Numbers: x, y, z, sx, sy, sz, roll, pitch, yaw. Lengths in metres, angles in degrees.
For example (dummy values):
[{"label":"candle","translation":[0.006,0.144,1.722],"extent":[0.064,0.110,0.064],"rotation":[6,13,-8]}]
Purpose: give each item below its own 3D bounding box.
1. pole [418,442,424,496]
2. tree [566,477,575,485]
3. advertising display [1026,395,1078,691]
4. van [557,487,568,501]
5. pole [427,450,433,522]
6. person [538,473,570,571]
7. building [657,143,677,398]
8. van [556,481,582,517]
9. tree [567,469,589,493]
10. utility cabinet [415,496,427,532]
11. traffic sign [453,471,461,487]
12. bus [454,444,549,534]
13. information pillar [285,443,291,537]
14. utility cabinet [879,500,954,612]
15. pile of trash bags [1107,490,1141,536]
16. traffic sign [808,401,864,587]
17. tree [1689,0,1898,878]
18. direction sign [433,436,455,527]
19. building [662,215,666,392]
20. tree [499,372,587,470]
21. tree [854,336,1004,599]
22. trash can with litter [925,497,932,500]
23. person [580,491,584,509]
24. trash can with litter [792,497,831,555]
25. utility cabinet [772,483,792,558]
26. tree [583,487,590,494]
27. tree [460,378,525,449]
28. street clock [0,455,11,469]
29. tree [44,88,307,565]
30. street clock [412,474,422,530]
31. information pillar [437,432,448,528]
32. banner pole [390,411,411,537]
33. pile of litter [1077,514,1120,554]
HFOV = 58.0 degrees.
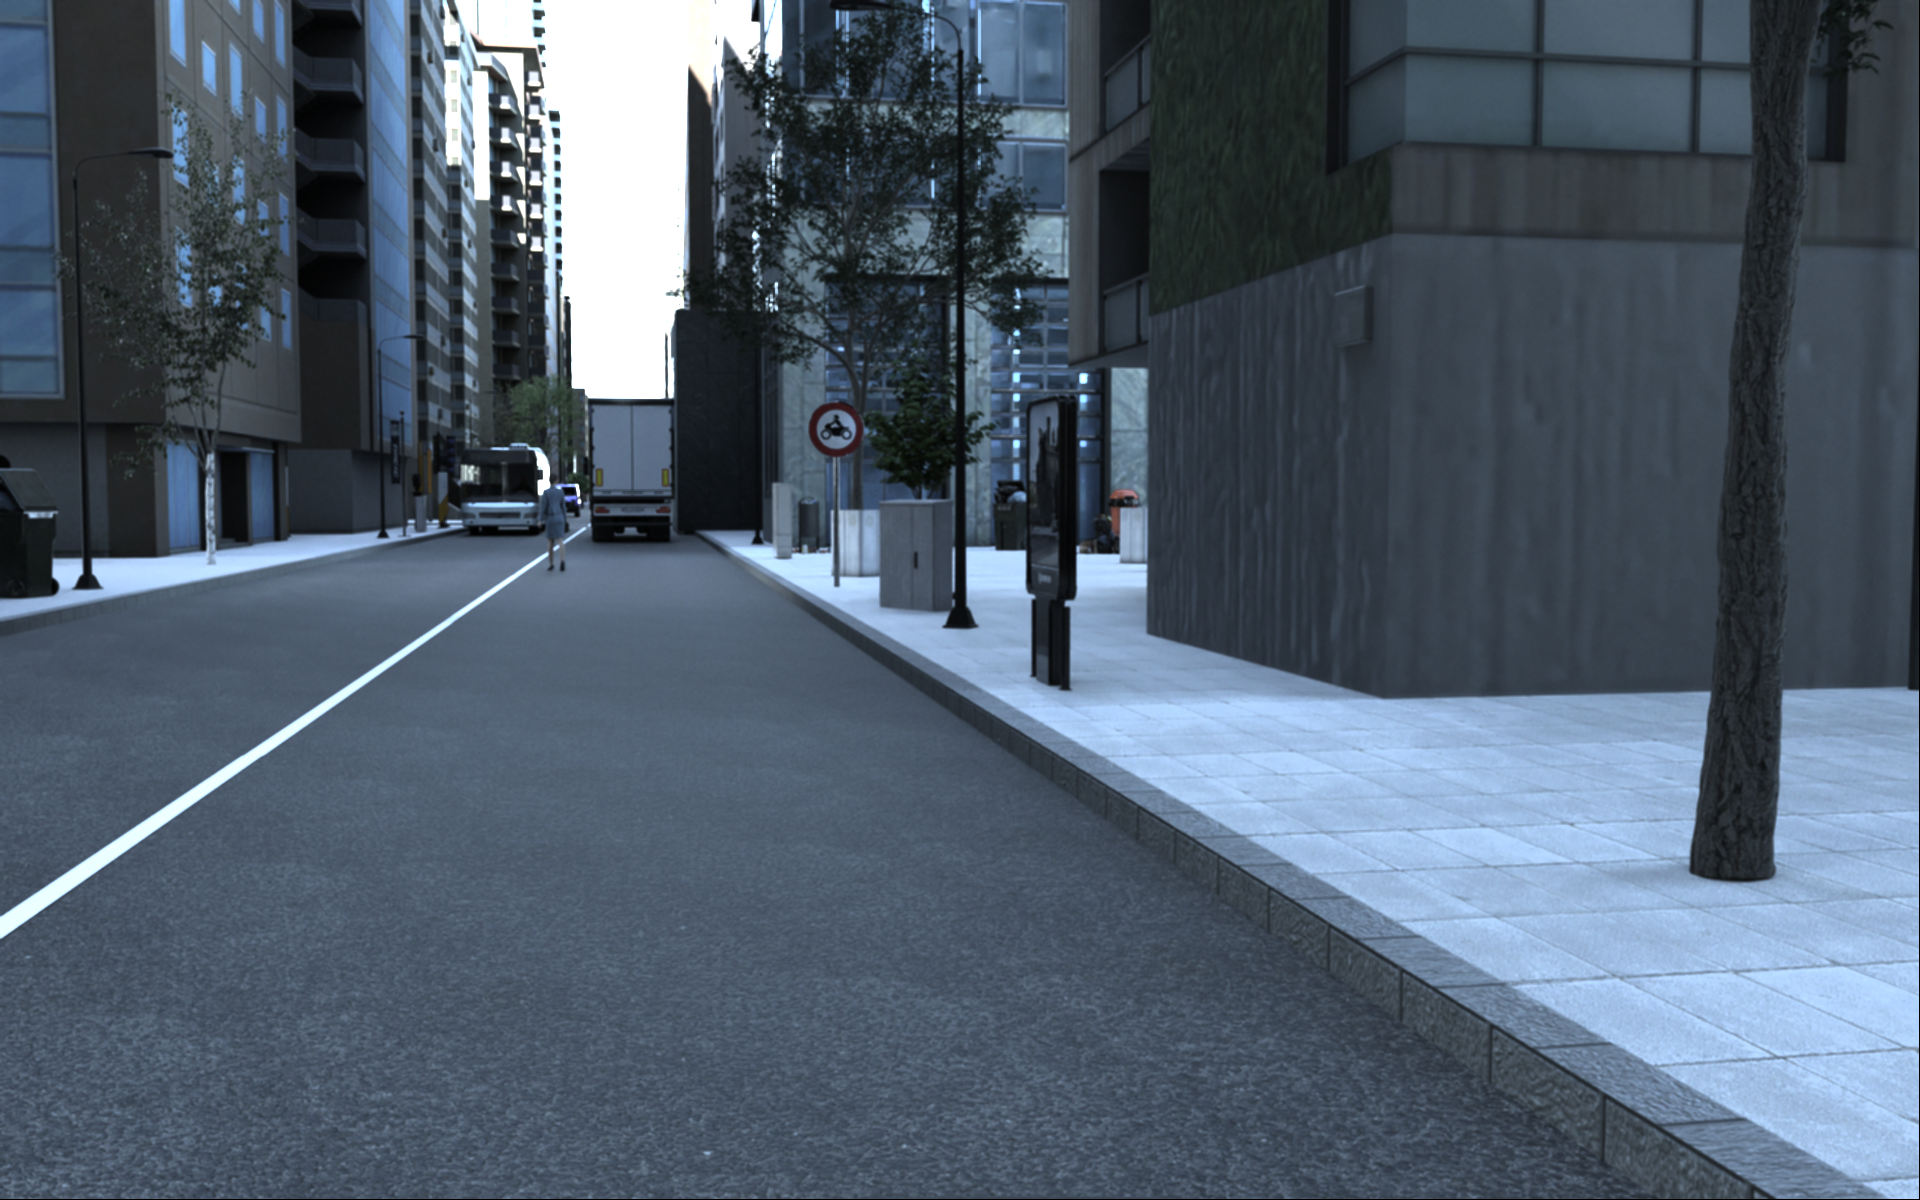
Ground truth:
[{"label":"pole","translation":[-21.154,-4.533,67.955],"extent":[0.158,3.312,0.155],"rotation":[0,3,0]},{"label":"tree","translation":[-44.795,-12.518,199.274],"extent":[1.663,3.219,1.824],"rotation":[0,3,0]},{"label":"advertising display","translation":[0.611,-0.397,11.709],"extent":[0.123,1.923,0.974],"rotation":[-1,4,-11]},{"label":"van","translation":[-22.520,-5.375,94.900],"extent":[2.013,2.044,4.112],"rotation":[-1,4,-12]},{"label":"pole","translation":[-24.267,-5.226,79.290],"extent":[0.158,3.312,0.155],"rotation":[0,3,0]},{"label":"person","translation":[-7.577,-1.456,32.327],"extent":[0.581,1.822,0.654],"rotation":[-1,4,-21]},{"label":"building","translation":[-41.124,-46.239,298.005],"extent":[21.231,58.520,28.212],"rotation":[-1,4,-11]},{"label":"van","translation":[-24.993,-6.420,109.345],"extent":[2.240,2.365,5.245],"rotation":[-1,4,-11]},{"label":"tree","translation":[-49.820,-14.817,225.968],"extent":[4.285,4.588,4.351],"rotation":[0,3,0]},{"label":"utility cabinet","translation":[-18.165,-2.887,58.364],"extent":[0.306,1.237,1.020],"rotation":[-1,4,-13]},{"label":"traffic sign","translation":[-20.154,-4.071,70.202],"extent":[0.795,2.450,0.064],"rotation":[-1,4,-11]},{"label":"bus","translation":[-16.786,-4.252,64.387],"extent":[2.948,3.499,13.247],"rotation":[-1,4,-12]},{"label":"information pillar","translation":[-20.187,-3.680,51.522],"extent":[0.183,3.616,0.504],"rotation":[1,4,17]},{"label":"utility cabinet","translation":[-0.500,-0.499,19.327],"extent":[0.306,1.237,1.020],"rotation":[-3,4,-38]},{"label":"pile of trash bags","translation":[4.495,-1.525,34.693],"extent":[3.447,1.369,1.912],"rotation":[-2,4,-27]},{"label":"traffic sign","translation":[-1.703,-1.455,23.903],"extent":[0.768,2.556,0.104],"rotation":[0,4,-3]},{"label":"tree","translation":[2.956,-4.351,5.543],"extent":[7.601,10.594,8.767],"rotation":[0,4,-5]},{"label":"direction sign","translation":[-20.010,-4.604,67.267],"extent":[0.876,3.537,0.379],"rotation":[-3,4,-39]},{"label":"building","translation":[-34.869,-39.759,269.675],"extent":[23.786,49.044,30.456],"rotation":[-1,4,-11]},{"label":"tree","translation":[-35.618,-13.549,147.273],"extent":[9.928,11.665,9.643],"rotation":[0,3,0]},{"label":"tree","translation":[-0.569,-1.640,21.417],"extent":[1.663,3.219,1.824],"rotation":[0,3,0]},{"label":"trash can with litter","translation":[-0.720,-1.727,39.293],"extent":[1.678,1.210,2.233],"rotation":[-1,4,-13]},{"label":"person","translation":[-37.209,-9.833,169.792],"extent":[0.750,1.759,0.617],"rotation":[2,4,25]},{"label":"trash can with litter","translation":[-2.927,-1.637,37.820],"extent":[2.233,1.210,1.678],"rotation":[-3,5,-44]},{"label":"utility cabinet","translation":[-3.552,-1.590,34.681],"extent":[0.318,1.500,1.173],"rotation":[-1,4,-10]},{"label":"tree","translation":[-57.226,-16.535,264.943],"extent":[1.663,3.219,1.824],"rotation":[0,3,0]},{"label":"tree","translation":[-29.210,-9.731,109.464],"extent":[4.360,8.622,3.978],"rotation":[0,3,0]},{"label":"street clock","translation":[-17.477,-1.641,31.408],"extent":[0.471,2.002,0.358],"rotation":[-3,5,-41]},{"label":"tree","translation":[-13.776,-4.948,31.269],"extent":[4.360,8.622,3.978],"rotation":[0,3,0]},{"label":"street clock","translation":[-19.507,-3.528,62.247],"extent":[0.358,2.002,0.471],"rotation":[0,4,-8]},{"label":"information pillar","translation":[-19.469,-4.515,65.169],"extent":[0.183,3.616,0.504],"rotation":[1,4,20]},{"label":"banner pole","translation":[-16.826,-3.787,51.936],"extent":[0.401,3.779,0.863],"rotation":[1,4,15]},{"label":"pile of litter","translation":[3.067,-1.429,37.330],"extent":[1.719,0.858,1.176],"rotation":[1,4,17]}]
